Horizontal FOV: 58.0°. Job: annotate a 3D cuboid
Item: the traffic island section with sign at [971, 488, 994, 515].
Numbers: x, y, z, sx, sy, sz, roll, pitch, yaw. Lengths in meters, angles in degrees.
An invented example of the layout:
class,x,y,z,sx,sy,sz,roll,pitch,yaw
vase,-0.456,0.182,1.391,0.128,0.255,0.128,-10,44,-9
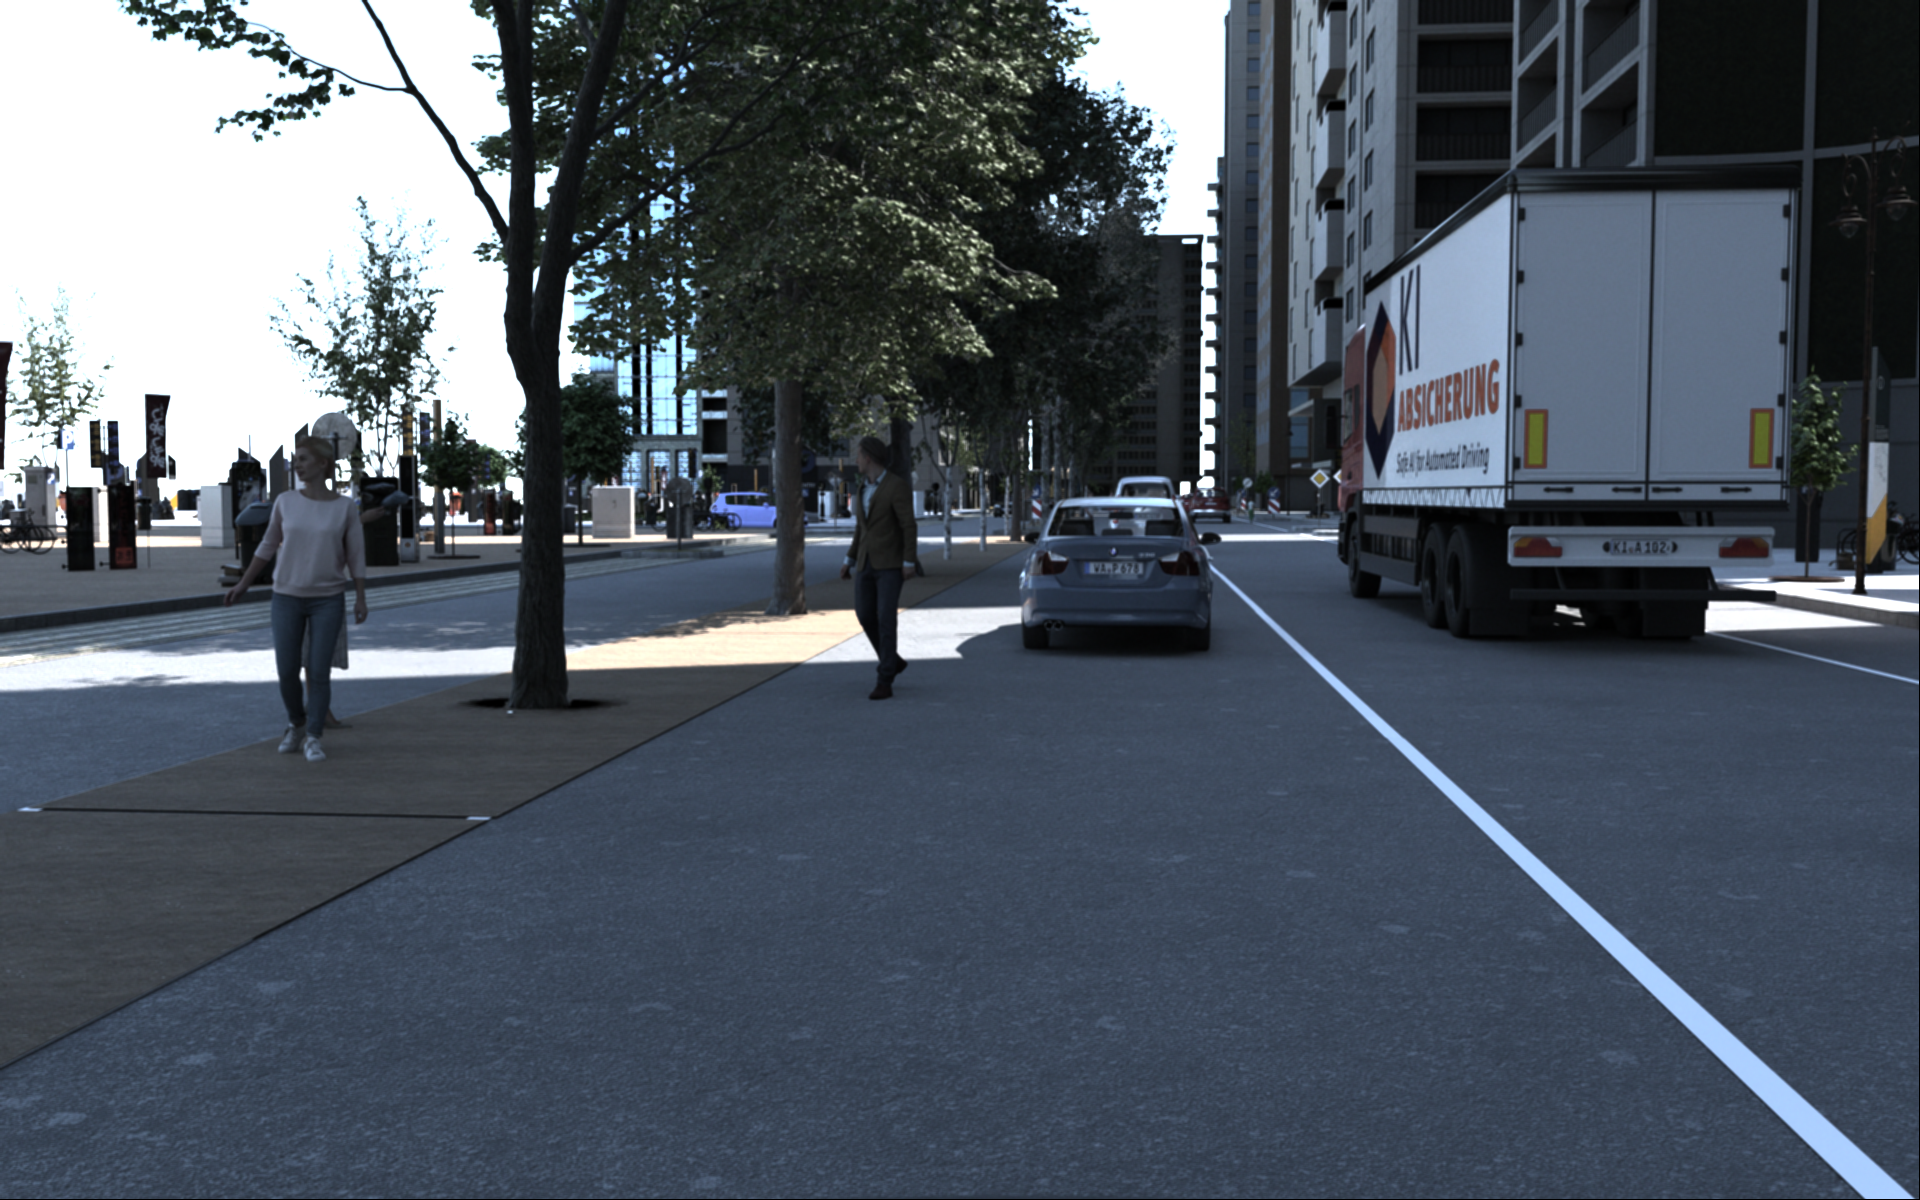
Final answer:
class,x,y,z,sx,sy,sz,roll,pitch,yaw
traffic island section with sign,1.821,-6.904,121.503,1.989,1.847,2.006,0,4,6

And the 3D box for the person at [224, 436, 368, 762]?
class,x,y,z,sx,sy,sz,roll,pitch,yaw
person,-3.589,-0.012,9.372,0.731,1.740,0.598,-1,4,-18

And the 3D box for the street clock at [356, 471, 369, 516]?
class,x,y,z,sx,sy,sz,roll,pitch,yaw
street clock,-19.072,-3.102,55.287,0.471,2.002,0.358,2,4,30

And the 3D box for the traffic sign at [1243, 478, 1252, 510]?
class,x,y,z,sx,sy,sz,roll,pitch,yaw
traffic sign,22.710,-8.364,136.858,0.768,2.556,0.104,1,4,10

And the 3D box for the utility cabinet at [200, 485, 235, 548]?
class,x,y,z,sx,sy,sz,roll,pitch,yaw
utility cabinet,-17.661,-1.990,41.216,1.173,1.500,0.318,3,5,43

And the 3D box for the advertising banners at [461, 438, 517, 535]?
class,x,y,z,sx,sy,sz,roll,pitch,yaw
advertising banners,-14.664,-3.538,54.031,2.074,3.025,0.090,2,4,29

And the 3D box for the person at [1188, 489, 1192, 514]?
class,x,y,z,sx,sy,sz,roll,pitch,yaw
person,16.022,-6.875,121.077,0.590,1.801,0.661,2,4,30

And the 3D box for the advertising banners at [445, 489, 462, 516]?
class,x,y,z,sx,sy,sz,roll,pitch,yaw
advertising banners,-30.193,-6.530,102.960,0.090,3.025,2.074,2,4,31

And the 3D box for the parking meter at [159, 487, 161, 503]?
class,x,y,z,sx,sy,sz,roll,pitch,yaw
parking meter,-64.492,-8.170,139.288,0.255,1.863,0.399,0,4,-7

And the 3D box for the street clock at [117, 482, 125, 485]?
class,x,y,z,sx,sy,sz,roll,pitch,yaw
street clock,-50.648,-6.116,104.570,0.471,2.002,0.358,-1,4,-21

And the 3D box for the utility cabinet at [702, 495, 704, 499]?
class,x,y,z,sx,sy,sz,roll,pitch,yaw
utility cabinet,-19.369,-7.270,130.028,0.306,1.237,1.020,2,4,25

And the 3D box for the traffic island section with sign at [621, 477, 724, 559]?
class,x,y,z,sx,sy,sz,roll,pitch,yaw
traffic island section with sign,-6.421,-1.862,39.077,1.989,1.847,2.006,0,4,6

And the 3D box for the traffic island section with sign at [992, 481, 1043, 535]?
class,x,y,z,sx,sy,sz,roll,pitch,yaw
traffic island section with sign,2.224,-3.261,61.450,2.006,1.907,1.989,0,4,6

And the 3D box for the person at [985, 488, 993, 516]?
class,x,y,z,sx,sy,sz,roll,pitch,yaw
person,1.759,-6.384,113.053,0.728,1.800,0.709,1,4,9

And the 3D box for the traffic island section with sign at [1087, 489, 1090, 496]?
class,x,y,z,sx,sy,sz,roll,pitch,yaw
traffic island section with sign,10.449,-8.284,143.586,2.006,1.907,1.989,0,4,6

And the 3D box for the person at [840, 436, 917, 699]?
class,x,y,z,sx,sy,sz,roll,pitch,yaw
person,-0.582,-0.245,12.413,0.656,1.842,0.836,1,4,15

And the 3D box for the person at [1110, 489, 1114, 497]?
class,x,y,z,sx,sy,sz,roll,pitch,yaw
person,12.044,-7.922,138.030,0.388,1.821,0.555,0,4,2

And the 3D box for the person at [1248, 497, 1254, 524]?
class,x,y,z,sx,sy,sz,roll,pitch,yaw
person,14.101,-4.351,83.886,0.306,1.304,0.590,1,4,17

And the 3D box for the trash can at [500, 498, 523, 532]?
class,x,y,z,sx,sy,sz,roll,pitch,yaw
trash can,-15.071,-2.848,58.214,0.748,1.137,0.748,0,3,0

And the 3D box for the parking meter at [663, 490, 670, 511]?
class,x,y,z,sx,sy,sz,roll,pitch,yaw
parking meter,-16.661,-5.498,98.301,0.372,1.533,0.369,0,3,0

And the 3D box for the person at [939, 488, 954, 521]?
class,x,y,z,sx,sy,sz,roll,pitch,yaw
person,-0.748,-5.127,92.608,0.850,1.792,0.678,1,4,14

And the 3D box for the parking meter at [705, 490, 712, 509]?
class,x,y,z,sx,sy,sz,roll,pitch,yaw
parking meter,-13.911,-5.347,95.840,0.372,1.533,0.369,0,3,0

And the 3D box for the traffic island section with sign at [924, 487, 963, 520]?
class,x,y,z,sx,sy,sz,roll,pitch,yaw
traffic island section with sign,-0.853,-5.262,94.661,1.989,1.847,2.006,0,4,6

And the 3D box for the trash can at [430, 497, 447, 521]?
class,x,y,z,sx,sy,sz,roll,pitch,yaw
trash can,-23.880,-4.143,79.392,0.748,1.137,0.748,0,3,0

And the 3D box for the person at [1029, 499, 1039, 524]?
class,x,y,z,sx,sy,sz,roll,pitch,yaw
person,3.537,-4.529,82.800,0.529,1.795,0.600,3,4,38

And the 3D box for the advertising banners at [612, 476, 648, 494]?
class,x,y,z,sx,sy,sz,roll,pitch,yaw
advertising banners,-19.102,-6.319,99.506,2.074,3.025,0.090,-2,4,-27

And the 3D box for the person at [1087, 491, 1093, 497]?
class,x,y,z,sx,sy,sz,roll,pitch,yaw
person,3.630,-2.292,48.566,0.523,1.515,0.503,-1,4,-13

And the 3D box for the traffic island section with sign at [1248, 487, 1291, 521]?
class,x,y,z,sx,sy,sz,roll,pitch,yaw
traffic island section with sign,16.595,-5.131,92.523,1.989,1.847,2.006,0,4,6

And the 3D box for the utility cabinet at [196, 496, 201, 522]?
class,x,y,z,sx,sy,sz,roll,pitch,yaw
utility cabinet,-35.312,-4.246,80.587,0.306,1.237,1.020,-1,4,-18

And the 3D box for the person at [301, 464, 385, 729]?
class,x,y,z,sx,sy,sz,roll,pitch,yaw
person,-3.816,-0.093,10.584,0.524,1.755,0.480,-2,4,-32

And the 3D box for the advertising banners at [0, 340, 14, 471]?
class,x,y,z,sx,sy,sz,roll,pitch,yaw
advertising banners,-11.627,-1.409,19.229,2.074,3.025,0.090,-2,4,-33

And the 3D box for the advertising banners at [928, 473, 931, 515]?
class,x,y,z,sx,sy,sz,roll,pitch,yaw
advertising banners,-1.874,-6.722,106.092,0.090,3.025,2.074,0,4,2

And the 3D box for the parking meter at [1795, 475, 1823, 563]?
class,x,y,z,sx,sy,sz,roll,pitch,yaw
parking meter,15.959,-1.641,32.547,0.399,1.863,0.255,3,5,44

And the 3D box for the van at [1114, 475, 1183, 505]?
class,x,y,z,sx,sy,sz,roll,pitch,yaw
van,4.534,-2.190,42.822,2.013,2.044,4.112,0,4,4

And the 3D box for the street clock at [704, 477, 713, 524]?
class,x,y,z,sx,sy,sz,roll,pitch,yaw
street clock,-10.906,-4.310,75.034,0.358,2.002,0.471,1,4,15

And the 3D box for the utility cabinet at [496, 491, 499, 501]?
class,x,y,z,sx,sy,sz,roll,pitch,yaw
utility cabinet,-32.676,-6.890,121.329,1.173,1.500,0.318,1,4,22

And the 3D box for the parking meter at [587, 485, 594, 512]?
class,x,y,z,sx,sy,sz,roll,pitch,yaw
parking meter,-23.147,-6.282,108.425,0.399,1.863,0.255,-2,4,-33

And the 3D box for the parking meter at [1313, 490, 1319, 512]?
class,x,y,z,sx,sy,sz,roll,pitch,yaw
parking meter,25.086,-6.947,121.997,0.372,1.533,0.369,0,3,0

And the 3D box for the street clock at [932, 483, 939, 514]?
class,x,y,z,sx,sy,sz,roll,pitch,yaw
street clock,-1.536,-6.379,108.863,0.358,2.002,0.471,3,5,41

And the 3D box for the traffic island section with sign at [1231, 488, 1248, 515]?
class,x,y,z,sx,sy,sz,roll,pitch,yaw
traffic island section with sign,19.380,-6.832,120.333,1.989,1.847,2.006,0,4,6

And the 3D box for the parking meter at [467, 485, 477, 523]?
class,x,y,z,sx,sy,sz,roll,pitch,yaw
parking meter,-21.727,-4.372,77.185,0.255,1.863,0.399,3,5,40

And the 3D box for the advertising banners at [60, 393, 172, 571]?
class,x,y,z,sx,sy,sz,roll,pitch,yaw
advertising banners,-14.324,-2.038,29.502,0.090,3.025,2.074,2,4,31

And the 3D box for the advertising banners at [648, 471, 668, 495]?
class,x,y,z,sx,sy,sz,roll,pitch,yaw
advertising banners,-23.294,-8.318,132.191,2.074,3.025,0.090,1,4,9

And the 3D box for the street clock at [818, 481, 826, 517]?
class,x,y,z,sx,sy,sz,roll,pitch,yaw
street clock,-7.598,-5.568,95.611,0.358,2.002,0.471,-2,4,-35

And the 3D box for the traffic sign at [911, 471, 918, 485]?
class,x,y,z,sx,sy,sz,roll,pitch,yaw
traffic sign,-2.697,-5.885,96.329,0.768,2.556,0.104,1,4,12

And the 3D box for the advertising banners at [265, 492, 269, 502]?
class,x,y,z,sx,sy,sz,roll,pitch,yaw
advertising banners,-48.665,-7.630,120.932,2.074,3.025,0.090,2,4,25

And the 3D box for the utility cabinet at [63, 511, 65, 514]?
class,x,y,z,sx,sy,sz,roll,pitch,yaw
utility cabinet,-55.975,-5.992,109.124,1.020,1.237,0.306,-2,4,-29

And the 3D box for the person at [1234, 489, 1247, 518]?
class,x,y,z,sx,sy,sz,roll,pitch,yaw
person,17.039,-5.869,105.210,0.760,1.731,0.466,-1,4,-10

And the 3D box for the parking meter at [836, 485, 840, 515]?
class,x,y,z,sx,sy,sz,roll,pitch,yaw
parking meter,-7.521,-6.273,108.281,0.399,1.863,0.255,-3,5,-42

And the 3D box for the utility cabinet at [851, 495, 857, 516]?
class,x,y,z,sx,sy,sz,roll,pitch,yaw
utility cabinet,-6.115,-5.679,104.012,0.306,1.237,1.020,3,5,41

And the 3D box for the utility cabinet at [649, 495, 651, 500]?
class,x,y,z,sx,sy,sz,roll,pitch,yaw
utility cabinet,-19.106,-5.856,106.902,1.020,1.237,0.306,-3,5,-40
